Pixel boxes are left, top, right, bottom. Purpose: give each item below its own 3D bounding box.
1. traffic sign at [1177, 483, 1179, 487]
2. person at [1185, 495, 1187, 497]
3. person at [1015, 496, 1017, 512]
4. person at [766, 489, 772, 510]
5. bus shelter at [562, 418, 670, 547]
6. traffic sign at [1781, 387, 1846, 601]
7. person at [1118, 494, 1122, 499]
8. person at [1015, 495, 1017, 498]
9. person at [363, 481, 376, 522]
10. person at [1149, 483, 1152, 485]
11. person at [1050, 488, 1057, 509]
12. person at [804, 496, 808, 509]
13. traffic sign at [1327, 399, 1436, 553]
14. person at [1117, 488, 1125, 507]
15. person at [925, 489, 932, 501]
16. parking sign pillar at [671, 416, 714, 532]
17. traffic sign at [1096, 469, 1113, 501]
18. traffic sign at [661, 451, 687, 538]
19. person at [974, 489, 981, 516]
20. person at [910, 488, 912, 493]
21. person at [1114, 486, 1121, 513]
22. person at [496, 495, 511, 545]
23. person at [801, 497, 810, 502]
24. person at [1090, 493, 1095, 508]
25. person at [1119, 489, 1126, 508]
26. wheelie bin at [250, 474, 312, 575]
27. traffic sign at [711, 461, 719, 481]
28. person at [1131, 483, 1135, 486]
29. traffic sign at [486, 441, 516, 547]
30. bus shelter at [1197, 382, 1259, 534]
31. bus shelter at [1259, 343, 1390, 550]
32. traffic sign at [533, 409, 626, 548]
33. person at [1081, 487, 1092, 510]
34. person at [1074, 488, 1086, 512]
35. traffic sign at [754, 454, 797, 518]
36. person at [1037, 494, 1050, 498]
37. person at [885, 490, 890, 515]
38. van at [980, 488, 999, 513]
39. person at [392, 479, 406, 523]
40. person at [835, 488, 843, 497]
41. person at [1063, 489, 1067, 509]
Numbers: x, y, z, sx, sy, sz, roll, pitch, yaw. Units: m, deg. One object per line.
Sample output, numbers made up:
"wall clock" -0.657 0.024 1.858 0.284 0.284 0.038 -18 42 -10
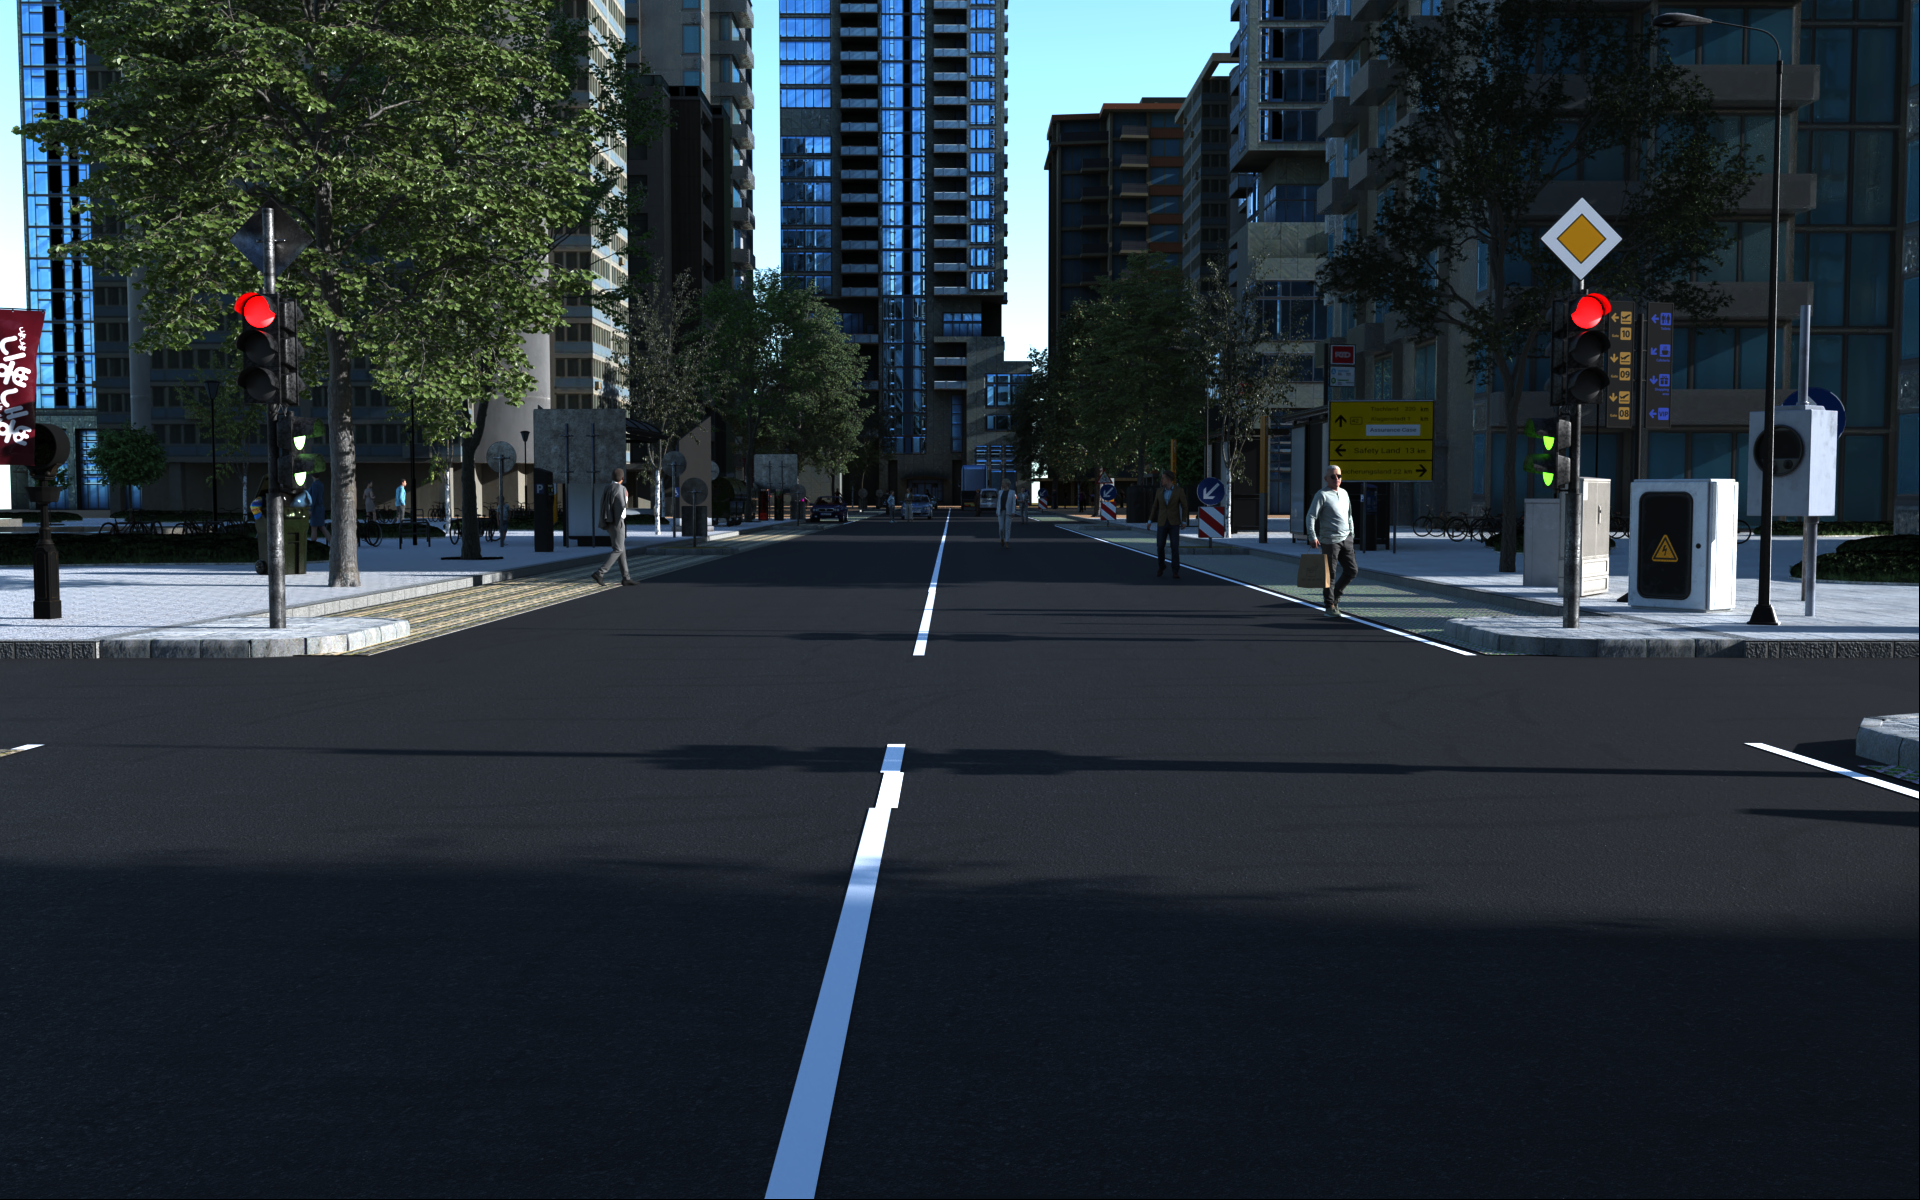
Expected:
"traffic sign" 9.107 -4.418 72.342 0.768 2.556 0.104 1 4 8
"person" 14.881 -6.788 117.031 0.705 1.824 1.348 -3 5 -43
"person" 4.279 -7.655 136.840 0.628 1.438 0.799 -3 5 -42
"person" -15.514 -8.191 140.413 0.568 1.767 0.683 3 5 40
"bus shelter" -8.962 -3.112 44.799 2.014 3.302 5.546 0 4 0
"traffic sign" 10.148 -1.261 20.724 0.768 2.556 0.104 1 4 9
"person" 11.279 -7.348 126.976 1.217 1.735 0.721 1 4 18
"person" 5.240 -9.747 168.793 0.756 1.711 0.436 -1 4 -22
"person" -21.824 -3.537 64.217 0.599 1.781 0.374 3 4 36
"person" 9.386 -4.846 85.375 0.616 1.811 0.778 1 4 21
"person" 7.912 -8.551 146.297 0.568 1.767 0.683 0 4 5
"person" -12.948 -8.166 142.745 0.799 1.438 0.628 -1 4 -12
"traffic sign" 9.059 -2.657 37.318 2.265 3.308 0.079 0 4 5
"person" 15.433 -9.748 165.438 0.705 1.823 1.348 2 4 35
"person" -2.539 -7.606 132.864 0.705 1.822 1.348 2 4 35
"parking sign pillar" -9.210 -4.348 59.556 1.447 3.967 1.447 -3 5 -41
"traffic sign" 7.423 -5.444 89.009 0.884 2.594 0.081 0 4 6
"traffic sign" -8.433 -3.116 51.054 0.768 2.556 0.104 0 4 7
"person" 1.082 -6.246 111.177 0.434 1.755 0.990 1 4 21
"person" -3.575 -7.033 123.121 0.705 1.869 1.348 0 4 -3
"person" 10.273 -6.663 114.971 0.705 1.826 1.348 2 4 33
"person" -11.450 -2.002 43.461 0.332 1.250 0.352 2 4 26
"person" -9.609 -5.908 105.864 0.991 1.433 0.599 -3 4 -39
"person" 12.503 -9.432 163.496 0.421 1.427 0.697 0 4 -1
"person" 15.285 -9.569 163.017 1.217 1.766 0.721 -3 4 -38
"wheelie bin" -10.802 -1.210 27.689 0.693 1.594 0.980 2 4 33
"traffic sign" -9.582 -4.045 66.245 0.768 2.556 0.104 0 4 7
"person" 8.433 -4.774 84.126 0.581 1.822 0.654 3 5 43
"traffic sign" -11.077 -2.551 41.816 0.768 2.556 0.104 1 4 9
"bus shelter" 9.459 -5.007 59.500 2.179 5.291 8.768 0 3 0
"bus shelter" 9.533 -4.055 43.928 2.179 5.291 8.768 0 4 0
"traffic sign" -9.075 -2.903 41.339 2.265 3.308 0.079 0 4 6
"person" 9.747 -7.986 136.759 1.348 1.807 0.705 0 4 -5
"person" 8.440 -7.014 121.404 0.721 1.739 1.217 -3 4 -38
"traffic sign" -9.385 -5.767 88.166 2.265 3.308 0.079 1 4 9
"person" 7.725 -9.406 159.922 1.350 1.814 0.705 2 4 32
"person" -4.914 -6.834 121.035 0.742 1.727 0.445 2 4 30
"van" 2.208 -7.593 131.161 2.013 2.044 4.112 0 4 1
"person" -19.797 -3.366 61.093 0.620 1.820 0.660 -3 4 -39
"person" -11.860 -9.863 167.270 1.348 1.831 0.705 2 4 25
"person" 9.165 -8.708 149.243 0.721 1.723 1.217 0 4 0
